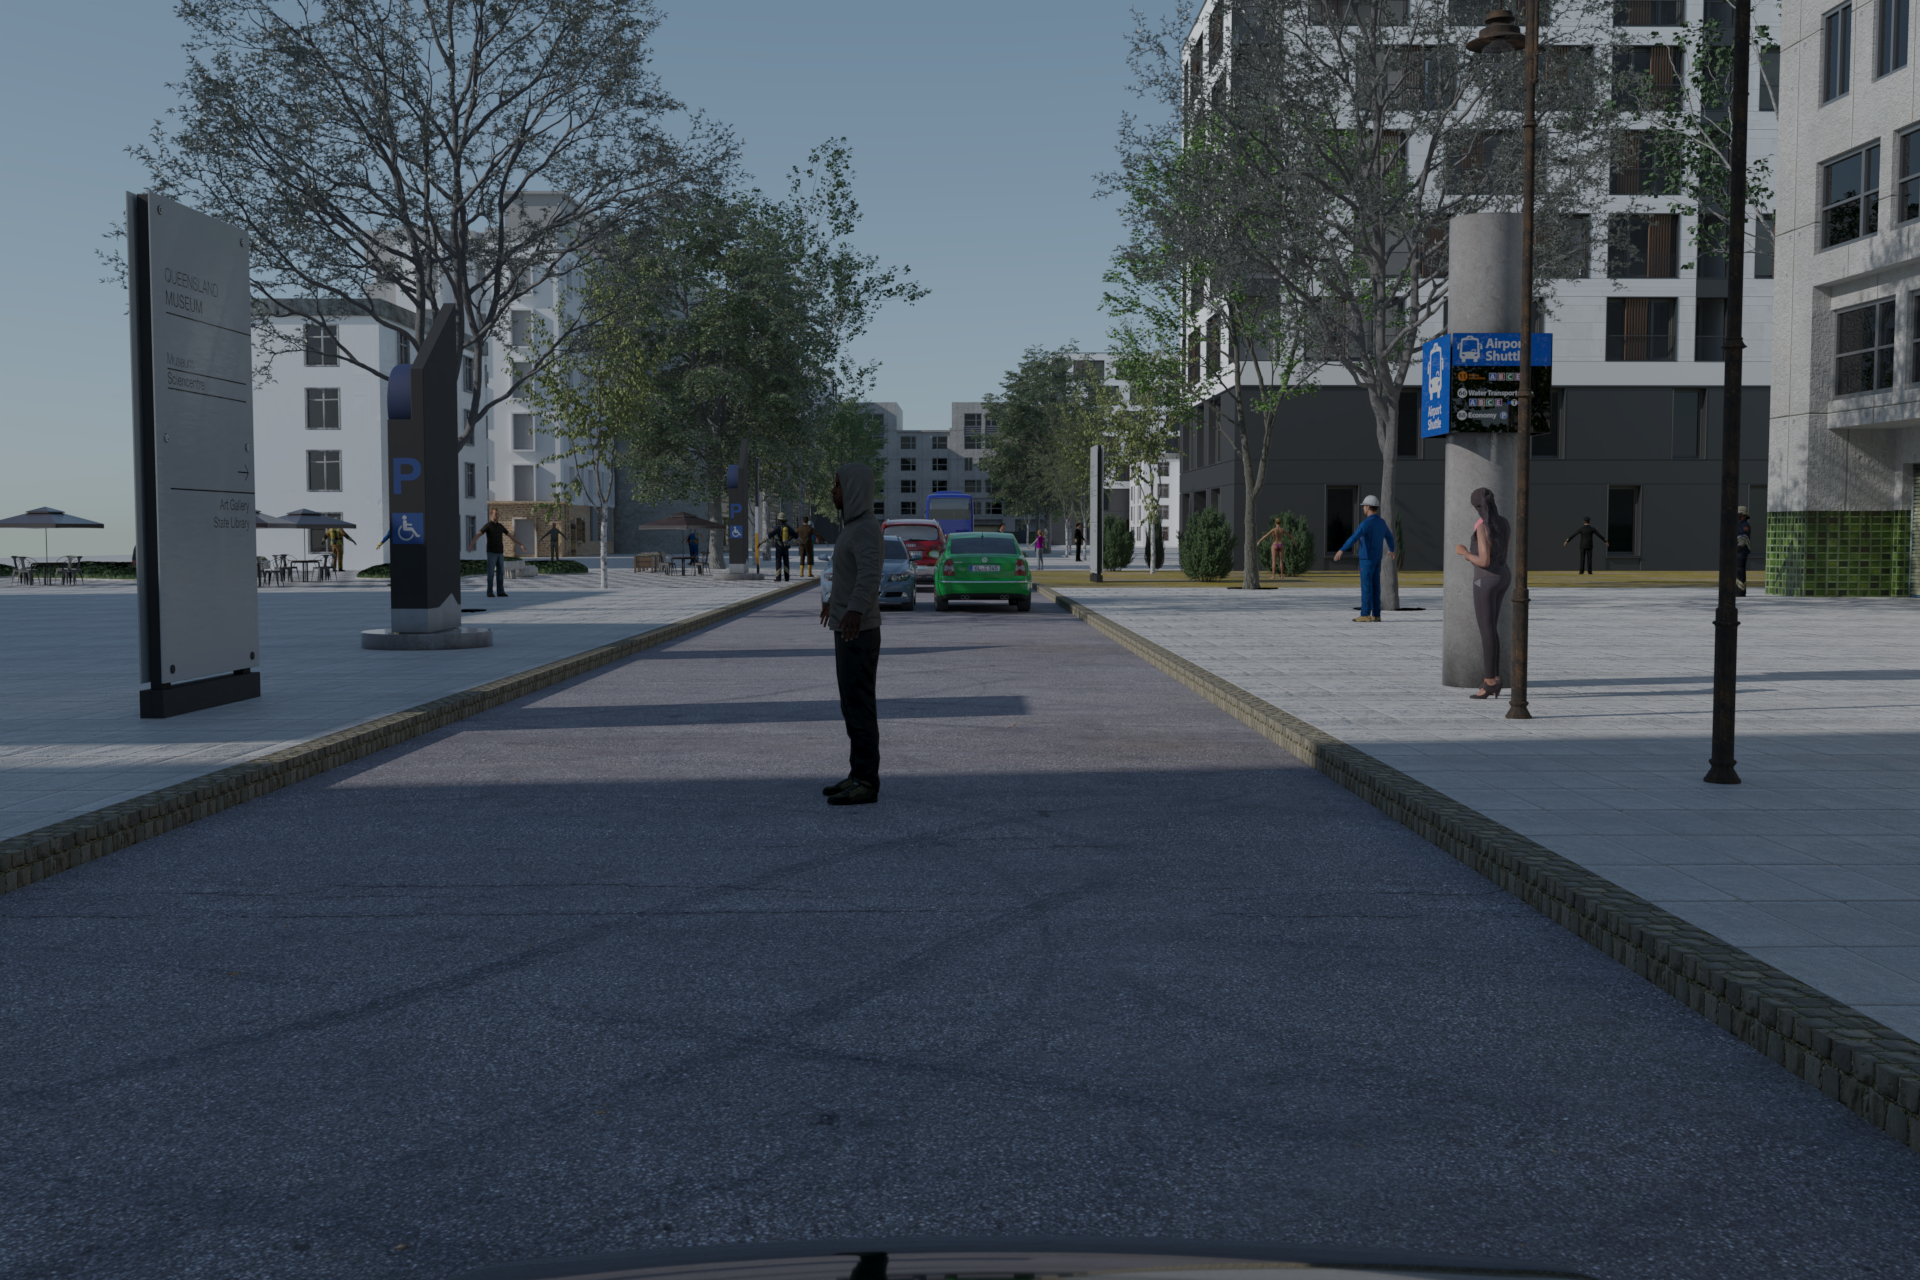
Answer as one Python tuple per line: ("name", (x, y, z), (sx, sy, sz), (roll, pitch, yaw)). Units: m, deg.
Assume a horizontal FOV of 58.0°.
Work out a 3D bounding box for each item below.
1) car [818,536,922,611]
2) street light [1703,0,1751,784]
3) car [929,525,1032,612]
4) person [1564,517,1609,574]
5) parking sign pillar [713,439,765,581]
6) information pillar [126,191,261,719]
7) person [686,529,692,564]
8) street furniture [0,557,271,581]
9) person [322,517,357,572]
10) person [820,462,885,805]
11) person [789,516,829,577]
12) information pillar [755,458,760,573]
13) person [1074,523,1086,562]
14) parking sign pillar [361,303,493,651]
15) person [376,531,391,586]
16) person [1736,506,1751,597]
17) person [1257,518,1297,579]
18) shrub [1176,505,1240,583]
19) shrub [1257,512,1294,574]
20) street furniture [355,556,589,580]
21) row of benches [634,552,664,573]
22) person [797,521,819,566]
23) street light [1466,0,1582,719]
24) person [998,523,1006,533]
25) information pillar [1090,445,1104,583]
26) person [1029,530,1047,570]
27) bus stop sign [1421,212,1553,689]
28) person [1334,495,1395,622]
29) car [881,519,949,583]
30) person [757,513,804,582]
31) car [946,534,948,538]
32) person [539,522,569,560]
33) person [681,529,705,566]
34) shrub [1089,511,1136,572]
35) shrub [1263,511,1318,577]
("car", (-1.740, -1.338, 33.884), (2.014, 1.417, 4.499), (0, 4, -1))
("street light", (3.943, -2.201, 8.780), (0.468, 5.910, 1.993), (0, 4, -1))
("car", (0.387, -1.506, 33.414), (1.959, 1.807, 4.718), (0, 4, -2))
("person", (19.915, -3.005, 55.062), (1.347, 1.837, 0.705), (1, 4, 17))
("parking sign pillar", (-6.181, -3.662, 48.347), (1.447, 3.967, 1.447), (0, 4, -1))
("information pillar", (-5.610, -1.311, 12.745), (0.184, 3.620, 1.656), (0, 4, 0))
("person", (-11.333, -4.084, 72.998), (0.704, 1.802, 1.346), (-1, 4, -18))
("street furniture", (-25.296, -2.159, 50.927), (10.072, 0.657, 5.734), (1, 4, 23))
("person", (-21.189, -3.254, 58.974), (1.354, 1.858, 0.705), (1, 4, 16))
("person", (-0.584, -0.044, 9.304), (0.705, 1.813, 1.348), (-1, 4, -9))
("person", (-4.602, -2.794, 51.821), (1.346, 1.812, 0.704), (0, 4, 7))
("information pillar", (-6.185, -3.762, 52.869), (0.183, 3.616, 0.504), (0, 4, -1))
("person", (5.543, -4.552, 80.609), (0.705, 1.806, 1.347), (1, 4, 23))
("parking sign pillar", (-6.079, -1.908, 19.660), (1.447, 3.967, 1.447), (0, 4, 0))
("person", (-13.965, -2.259, 42.900), (0.705, 1.833, 1.349), (1, 4, 16))
("person", (15.913, -1.804, 35.358), (0.704, 1.845, 1.351), (1, 4, 19))
("person", (9.070, -2.616, 49.580), (1.217, 1.733, 0.721), (-1, 4, -8))
("shrub", (6.581, -2.571, 46.084), (1.661, 2.075, 1.752), (0, 3, 0))
("shrub", (10.309, -3.143, 55.805), (1.690, 2.028, 1.600), (0, 3, 0))
("street furniture", (-14.898, -2.324, 53.631), (5.734, 0.657, 10.072), (0, 4, 3))
("row of benches", (-10.618, -2.682, 59.315), (1.422, 0.672, 4.104), (0, 4, -4))
("person", (-6.138, -3.939, 70.524), (0.704, 1.817, 1.347), (2, 4, 33))
("street light", (3.894, -2.392, 11.897), (0.468, 5.910, 1.993), (0, 4, 0))
("person", (1.452, -3.091, 59.175), (1.347, 1.806, 0.705), (-3, 5, -44))
("information pillar", (3.658, -3.368, 46.385), (0.184, 3.620, 1.656), (0, 4, -2))
("person", (2.787, -3.192, 61.451), (0.599, 1.433, 0.991), (3, 5, 41))
("bus stop sign", (4.402, -1.562, 14.552), (0.837, 3.901, 0.837), (0, 4, -1))
("person", (5.977, -1.188, 25.304), (1.347, 1.842, 0.705), (-3, 5, -39))
("car", (-1.244, -2.185, 44.396), (2.281, 1.827, 5.304), (0, 4, -1))
("person", (-4.792, -2.497, 46.610), (1.354, 1.856, 0.705), (-2, 4, -27))
("car", (-1.338, -2.595, 51.098), (2.281, 1.827, 5.304), (0, 4, 0))
("person", (-18.008, -4.318, 76.870), (1.348, 1.796, 0.705), (0, 4, 4))
("person", (-10.793, -3.942, 70.307), (1.347, 1.847, 0.705), (3, 5, 39))
("shrub", (5.231, -3.390, 59.461), (1.661, 2.075, 1.752), (0, 3, 0))
("shrub", (9.859, -2.892, 51.710), (1.690, 2.028, 1.600), (0, 3, 0))
